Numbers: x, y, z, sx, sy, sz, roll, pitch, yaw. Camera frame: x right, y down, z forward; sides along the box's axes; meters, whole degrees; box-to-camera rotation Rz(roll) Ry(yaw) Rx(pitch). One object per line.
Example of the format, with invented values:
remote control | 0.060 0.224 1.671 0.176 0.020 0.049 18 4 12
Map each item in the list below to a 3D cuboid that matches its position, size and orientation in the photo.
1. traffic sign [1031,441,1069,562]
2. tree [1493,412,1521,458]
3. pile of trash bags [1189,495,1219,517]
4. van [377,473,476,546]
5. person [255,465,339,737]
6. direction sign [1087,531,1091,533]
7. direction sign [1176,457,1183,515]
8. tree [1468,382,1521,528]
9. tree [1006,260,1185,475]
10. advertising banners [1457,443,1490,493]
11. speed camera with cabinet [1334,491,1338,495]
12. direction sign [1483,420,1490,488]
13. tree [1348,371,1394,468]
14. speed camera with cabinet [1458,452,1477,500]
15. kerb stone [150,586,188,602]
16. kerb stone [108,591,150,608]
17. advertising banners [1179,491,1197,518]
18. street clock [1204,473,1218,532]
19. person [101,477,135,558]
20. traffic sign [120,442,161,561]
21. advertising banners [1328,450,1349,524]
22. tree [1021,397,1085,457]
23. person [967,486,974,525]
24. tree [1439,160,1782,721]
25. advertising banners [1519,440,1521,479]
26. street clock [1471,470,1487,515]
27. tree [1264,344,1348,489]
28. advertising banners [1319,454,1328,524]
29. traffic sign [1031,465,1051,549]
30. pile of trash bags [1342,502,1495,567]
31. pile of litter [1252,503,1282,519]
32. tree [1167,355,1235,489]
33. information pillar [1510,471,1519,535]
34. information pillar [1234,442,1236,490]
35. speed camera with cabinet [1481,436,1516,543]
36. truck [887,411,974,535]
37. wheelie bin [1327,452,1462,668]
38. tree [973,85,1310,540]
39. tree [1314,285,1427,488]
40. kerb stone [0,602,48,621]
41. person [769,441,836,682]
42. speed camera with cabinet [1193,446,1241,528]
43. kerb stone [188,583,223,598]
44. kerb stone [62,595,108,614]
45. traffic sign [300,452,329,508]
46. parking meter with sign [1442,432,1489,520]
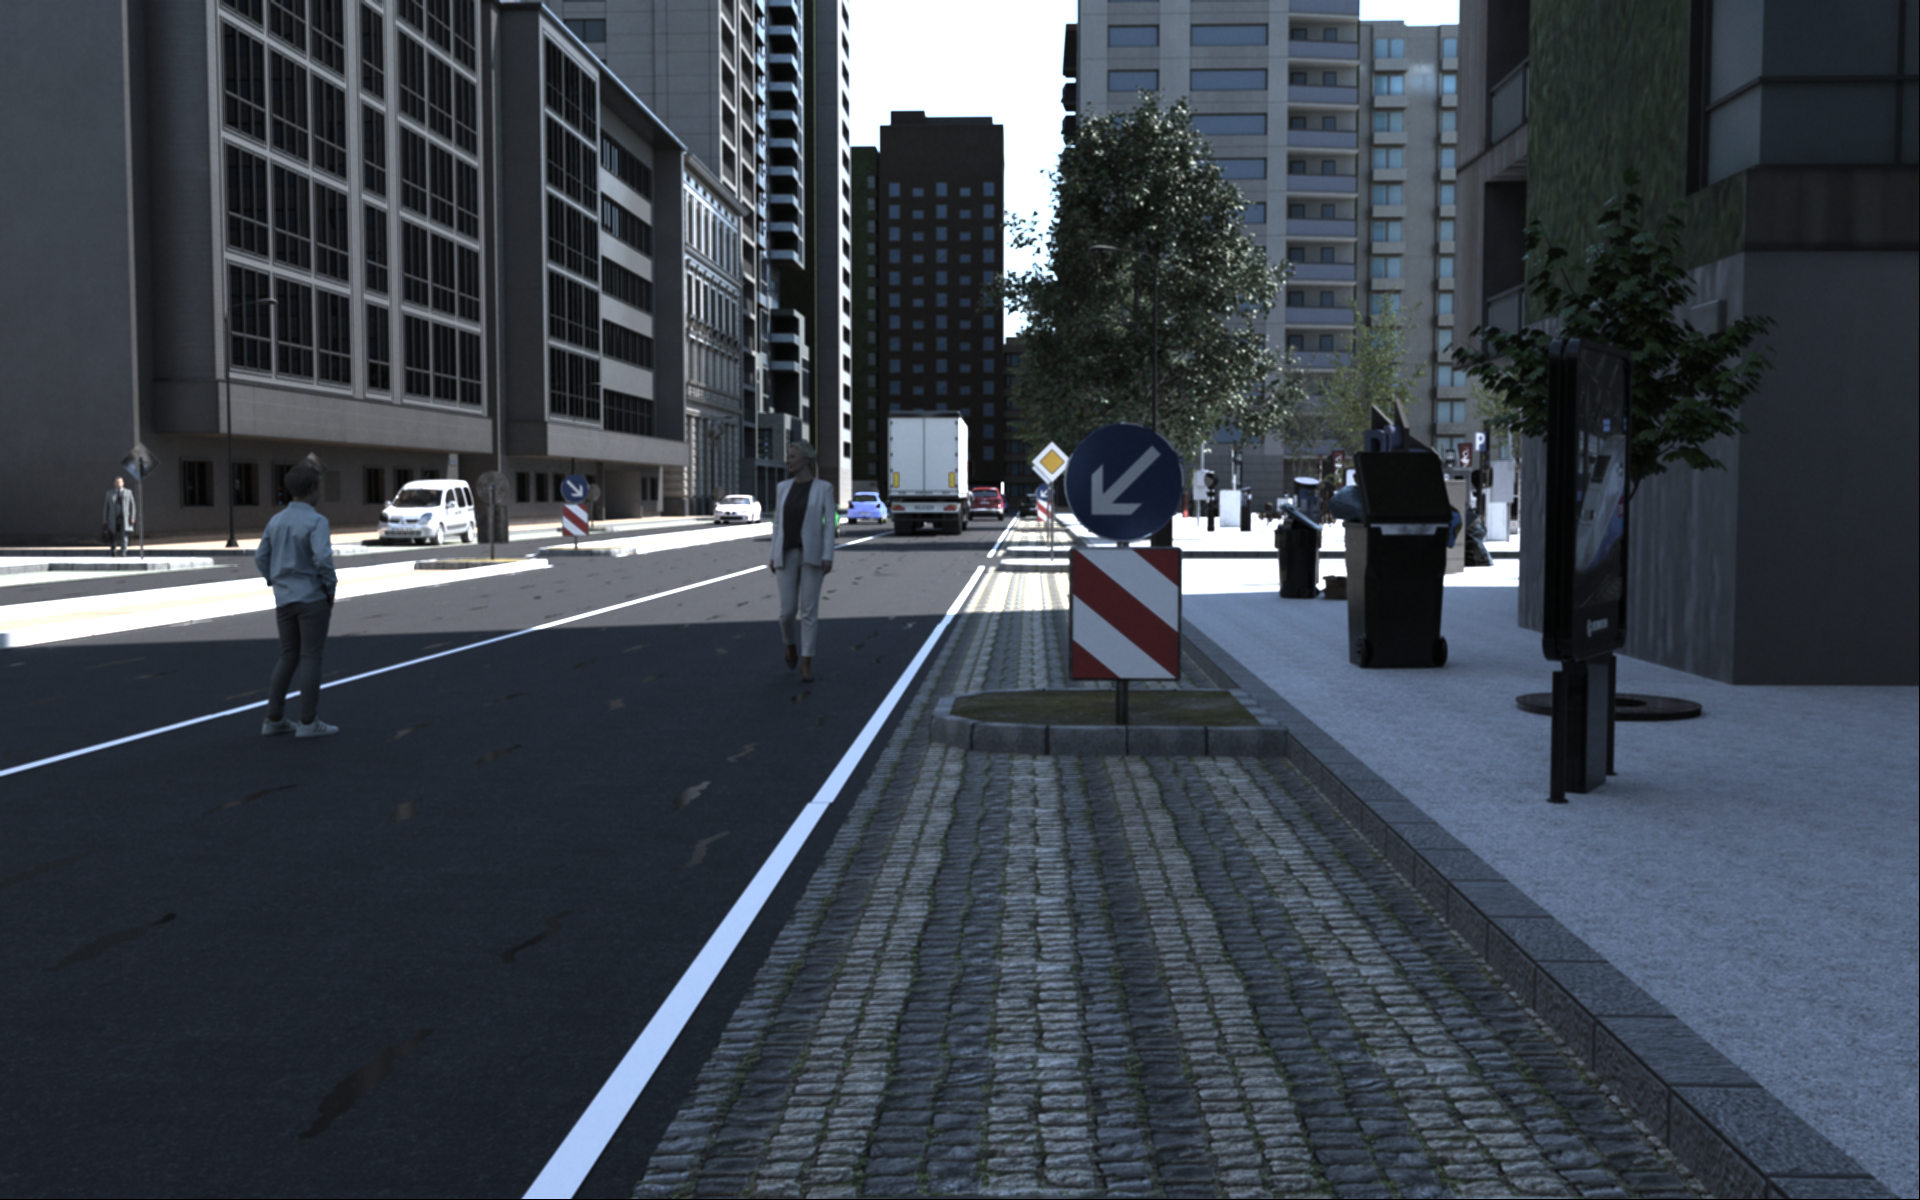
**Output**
traffic sign | 1.733 -1.774 32.646 0.795 2.450 0.064 0 4 2
tree | 32.980 -9.205 100.858 4.360 8.622 3.978 0 3 0
pile of trash bags | 13.609 -5.343 97.103 1.912 1.369 3.447 -1 4 -10
van | -15.067 -2.567 48.988 2.013 2.044 4.112 0 4 2
person | -3.888 0.003 10.259 0.589 1.601 0.330 2 4 33
direction sign | 4.429 -4.017 57.673 0.379 3.537 0.876 -1 4 -20
direction sign | 13.025 -6.902 104.843 0.876 3.537 0.379 1 4 13
tree | 21.382 -7.075 66.040 4.737 8.622 4.395 0 3 0
tree | 5.973 -9.489 73.273 7.486 12.596 7.792 0 3 0
advertising banners | 17.945 -3.846 59.071 2.074 3.025 0.090 3 4 38
speed camera with cabinet | 21.390 -6.224 96.106 2.038 3.252 0.660 1 4 16
direction sign | 16.142 -3.742 53.171 0.379 3.537 0.876 0 4 6
tree | 23.076 -9.241 101.451 4.360 8.622 3.978 0 3 0
speed camera with cabinet | 24.196 -5.362 82.012 2.038 3.252 0.660 -1 4 -8
kerb stone | -10.691 -0.063 23.227 0.120 0.150 1.000 0 4 2
kerb stone | -10.736 0.002 22.204 0.120 0.150 1.000 0 4 2
advertising banners | 12.169 -5.938 93.271 2.074 3.025 0.090 -3 5 -42
street clock | 8.546 -3.325 58.941 0.358 2.002 0.471 -2 4 -35
person | -18.610 -1.815 38.275 0.694 1.812 0.767 -2 4 -24
traffic sign | -15.795 -1.819 33.389 0.795 2.450 0.064 0 4 2
advertising banners | 15.909 -4.474 69.332 2.074 3.025 0.090 1 4 17
tree | 7.388 -10.819 111.295 7.601 10.594 8.767 0 4 0
person | 0.332 -4.330 79.142 0.661 1.843 0.795 -1 4 -17
tree | 3.935 -0.947 10.086 1.663 3.219 1.824 0 3 0
advertising banners | 10.690 -2.139 31.153 2.074 3.025 0.090 -2 4 -30
street clock | 15.326 -2.857 51.276 0.471 2.002 0.358 1 4 15
tree | 16.466 -8.184 84.173 4.360 8.622 3.978 0 3 0
advertising banners | 15.670 -4.790 74.501 0.090 3.025 2.074 0 3 0
traffic sign | 2.064 -2.262 40.624 0.795 2.450 0.064 0 4 2
pile of trash bags | 8.162 -1.340 31.669 1.912 1.369 3.447 -1 4 -21
pile of litter | 16.156 -4.712 91.007 1.719 0.858 1.176 1 4 19
tree | 11.602 -8.285 85.819 4.737 8.622 4.395 0 3 0
information pillar | 17.384 -3.053 54.412 0.304 2.012 0.304 1 4 9
information pillar | 11.779 -5.072 74.282 0.183 3.616 0.504 1 4 10
speed camera with cabinet | 14.442 -3.192 46.519 0.660 3.252 2.038 1 4 9
truck | -1.022 -4.599 64.105 2.839 4.237 11.283 0 4 2
wheelie bin | 3.221 -0.309 12.961 0.980 1.594 0.693 0 4 -4
tree | 5.091 -8.083 49.172 9.611 12.733 9.660 0 3 0
tree | 14.687 -6.828 61.995 4.737 8.622 4.395 0 3 0
kerb stone | -10.819 0.124 20.162 0.120 0.150 1.000 0 4 2
person | -1.231 -0.314 13.517 0.514 1.842 0.818 0 4 -5
speed camera with cabinet | 10.033 -4.423 66.644 2.038 3.252 0.660 2 4 27
kerb stone | -10.651 -0.126 24.248 0.120 0.150 1.000 0 4 2
kerb stone | -10.779 0.063 21.183 0.120 0.150 1.000 0 4 2
traffic sign | -15.465 -2.307 41.368 0.795 2.450 0.064 0 4 2
parking meter with sign | 13.798 -3.177 48.206 1.738 3.016 0.543 -1 4 -19
